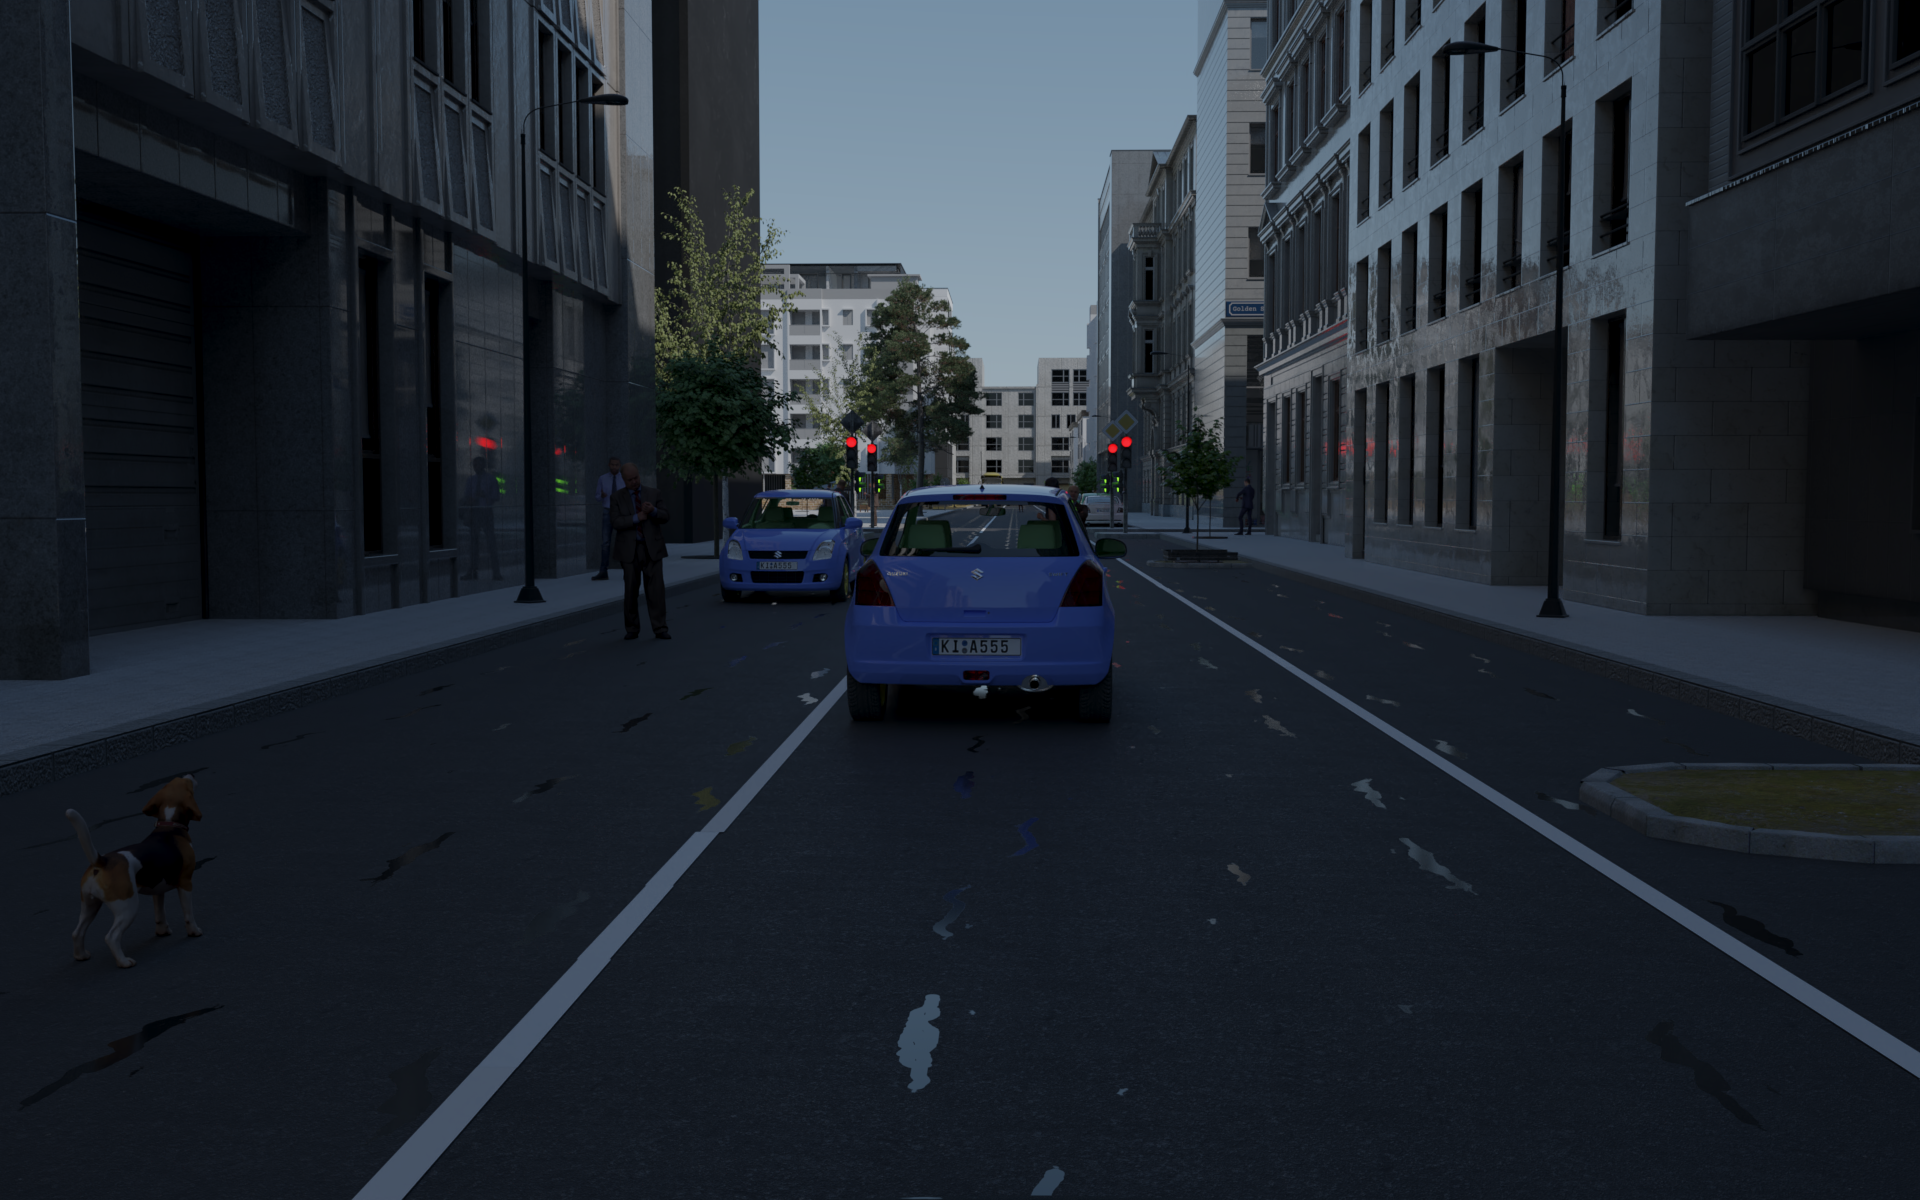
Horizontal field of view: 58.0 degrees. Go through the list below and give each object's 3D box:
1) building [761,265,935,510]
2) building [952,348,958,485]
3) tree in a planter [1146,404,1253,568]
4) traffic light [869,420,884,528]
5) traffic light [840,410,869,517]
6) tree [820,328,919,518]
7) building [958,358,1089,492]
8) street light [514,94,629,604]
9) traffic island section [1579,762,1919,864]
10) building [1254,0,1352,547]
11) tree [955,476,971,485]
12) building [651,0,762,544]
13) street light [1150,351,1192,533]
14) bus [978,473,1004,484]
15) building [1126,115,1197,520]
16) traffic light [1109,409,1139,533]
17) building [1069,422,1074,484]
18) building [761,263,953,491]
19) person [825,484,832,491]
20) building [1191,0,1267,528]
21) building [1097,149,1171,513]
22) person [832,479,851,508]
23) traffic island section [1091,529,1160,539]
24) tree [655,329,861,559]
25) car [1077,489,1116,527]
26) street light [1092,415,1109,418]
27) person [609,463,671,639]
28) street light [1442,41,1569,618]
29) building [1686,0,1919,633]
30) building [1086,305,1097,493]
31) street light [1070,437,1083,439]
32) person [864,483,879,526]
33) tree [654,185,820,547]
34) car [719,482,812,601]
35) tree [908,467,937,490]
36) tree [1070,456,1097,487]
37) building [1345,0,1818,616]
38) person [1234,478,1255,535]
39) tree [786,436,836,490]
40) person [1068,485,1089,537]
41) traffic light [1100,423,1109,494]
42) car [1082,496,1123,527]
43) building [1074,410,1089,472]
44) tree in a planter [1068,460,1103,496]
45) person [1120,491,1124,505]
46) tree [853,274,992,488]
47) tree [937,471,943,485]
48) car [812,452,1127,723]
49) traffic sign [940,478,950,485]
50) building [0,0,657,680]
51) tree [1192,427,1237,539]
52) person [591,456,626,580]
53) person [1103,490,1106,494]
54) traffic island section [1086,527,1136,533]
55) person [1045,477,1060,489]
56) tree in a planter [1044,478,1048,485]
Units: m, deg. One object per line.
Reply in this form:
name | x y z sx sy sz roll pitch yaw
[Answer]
building | -10.098 -17.781 147.136 16.016 20.091 11.380 0 4 2
building | -16.523 -20.911 208.347 31.486 18.905 16.747 0 4 2
tree in a planter | 4.750 -2.282 34.531 1.991 3.239 1.994 0 4 2
traffic light | -3.277 -4.639 65.094 0.839 4.213 0.868 0 4 2
traffic light | -3.534 -4.151 57.113 0.839 4.213 0.868 0 4 2
tree | -4.852 -7.671 75.789 4.737 8.622 4.395 0 3 0
building | 10.448 -22.419 233.011 31.486 18.905 16.747 0 4 2
street light | -4.543 -2.919 20.272 1.470 5.913 1.316 0 4 2
traffic island section | 3.880 0.928 7.697 1.991 0.108 1.994 0 4 2
building | 14.368 -12.756 44.716 11.583 22.565 21.152 0 4 2
tree | 0.516 -13.010 207.309 1.663 3.219 1.824 0 3 0
building | -14.607 -13.502 50.437 15.834 23.373 12.332 0 4 2
street light | 6.883 -5.130 56.418 1.470 5.913 1.316 0 4 2
bus | 3.723 -12.868 201.938 2.896 3.916 12.252 0 4 2
building | 17.095 -17.247 101.071 14.460 24.649 34.723 0 4 2
traffic light | 5.423 -4.134 56.842 0.839 4.213 0.868 0 4 2
building | 17.622 -15.853 201.336 9.099 9.664 28.070 0 4 2
building | -15.222 -19.931 169.840 27.936 21.610 32.646 0 4 2
person | -6.468 -4.754 84.224 0.683 1.767 0.568 0 4 3
building | 24.933 -17.900 70.163 29.804 29.767 11.434 0 4 2
building | 16.699 -19.019 128.980 12.078 24.808 19.932 0 4 2
person | -2.591 -1.678 36.621 0.565 1.739 0.600 -1 4 -10
traffic island section | 5.463 -2.121 56.953 2.009 0.180 2.903 0 4 2
tree | -4.960 -3.120 34.733 4.285 4.588 4.351 0 3 0
car | 6.062 -4.182 77.178 1.959 1.807 4.718 0 4 2
street light | 8.423 -7.906 101.800 1.470 5.913 1.316 0 4 2
person | -3.139 -0.482 17.073 0.565 1.739 0.600 -3 5 -40
street light | 5.649 -2.776 17.932 1.470 5.913 1.316 0 4 2
building | 13.880 -12.947 5.183 14.314 27.812 24.014 0 4 2
building | 19.255 -18.118 152.649 16.016 20.091 11.380 0 4 2
street light | 9.541 -10.235 139.883 1.470 5.913 1.316 0 4 2
person | -3.519 -3.804 68.925 0.600 1.739 0.565 -2 4 -28
tree | -5.749 -5.514 40.519 4.737 8.622 4.395 0 3 0
car | -2.281 -0.895 24.218 1.945 1.707 3.694 0 4 3
tree | -2.853 -7.617 119.132 1.663 3.219 1.824 0 3 0
tree | 10.949 -9.876 145.184 4.285 4.588 4.351 0 3 0
building | 12.698 -10.465 25.859 10.420 20.320 16.860 0 4 2
person | 8.859 -2.914 54.137 0.683 1.767 0.568 -3 5 -42
tree | -4.960 -3.858 57.683 1.663 3.219 1.824 0 3 0
person | 1.506 -0.753 23.084 0.482 1.546 0.388 1 4 9
traffic light | 5.680 -4.623 64.823 0.839 4.213 0.868 0 4 2
car | 5.661 -3.487 69.369 2.083 1.381 4.827 0 4 2
building | 16.663 -14.104 172.750 9.099 9.664 28.070 0 4 2
tree in a planter | 6.521 -5.671 89.939 1.991 3.239 1.994 0 4 2
person | 8.439 -5.104 90.298 0.445 1.727 0.742 -2 4 -35
tree | -2.264 -11.730 99.213 7.806 13.903 7.818 0 3 0
tree | -1.868 -8.862 139.487 1.663 3.219 1.824 0 3 0
car | 0.214 -0.160 12.203 1.945 1.707 3.694 0 4 3
traffic sign | -1.164 -8.225 134.577 0.768 2.556 0.104 0 4 4
building | -11.868 -12.431 21.270 12.078 24.808 19.932 0 4 2
tree | 7.091 -3.381 49.884 1.663 3.219 1.824 0 3 0
person | -5.107 -1.204 25.595 0.709 1.838 0.599 -1 4 -9
person | 9.585 -6.576 115.624 0.516 1.574 0.319 -1 4 -10
traffic island section | 5.720 -2.609 64.934 2.009 0.180 2.903 0 4 2
person | 1.171 -0.718 21.714 0.415 1.643 0.593 0 4 -7
tree in a planter | 9.878 -12.043 194.122 1.991 3.239 1.994 0 4 2
